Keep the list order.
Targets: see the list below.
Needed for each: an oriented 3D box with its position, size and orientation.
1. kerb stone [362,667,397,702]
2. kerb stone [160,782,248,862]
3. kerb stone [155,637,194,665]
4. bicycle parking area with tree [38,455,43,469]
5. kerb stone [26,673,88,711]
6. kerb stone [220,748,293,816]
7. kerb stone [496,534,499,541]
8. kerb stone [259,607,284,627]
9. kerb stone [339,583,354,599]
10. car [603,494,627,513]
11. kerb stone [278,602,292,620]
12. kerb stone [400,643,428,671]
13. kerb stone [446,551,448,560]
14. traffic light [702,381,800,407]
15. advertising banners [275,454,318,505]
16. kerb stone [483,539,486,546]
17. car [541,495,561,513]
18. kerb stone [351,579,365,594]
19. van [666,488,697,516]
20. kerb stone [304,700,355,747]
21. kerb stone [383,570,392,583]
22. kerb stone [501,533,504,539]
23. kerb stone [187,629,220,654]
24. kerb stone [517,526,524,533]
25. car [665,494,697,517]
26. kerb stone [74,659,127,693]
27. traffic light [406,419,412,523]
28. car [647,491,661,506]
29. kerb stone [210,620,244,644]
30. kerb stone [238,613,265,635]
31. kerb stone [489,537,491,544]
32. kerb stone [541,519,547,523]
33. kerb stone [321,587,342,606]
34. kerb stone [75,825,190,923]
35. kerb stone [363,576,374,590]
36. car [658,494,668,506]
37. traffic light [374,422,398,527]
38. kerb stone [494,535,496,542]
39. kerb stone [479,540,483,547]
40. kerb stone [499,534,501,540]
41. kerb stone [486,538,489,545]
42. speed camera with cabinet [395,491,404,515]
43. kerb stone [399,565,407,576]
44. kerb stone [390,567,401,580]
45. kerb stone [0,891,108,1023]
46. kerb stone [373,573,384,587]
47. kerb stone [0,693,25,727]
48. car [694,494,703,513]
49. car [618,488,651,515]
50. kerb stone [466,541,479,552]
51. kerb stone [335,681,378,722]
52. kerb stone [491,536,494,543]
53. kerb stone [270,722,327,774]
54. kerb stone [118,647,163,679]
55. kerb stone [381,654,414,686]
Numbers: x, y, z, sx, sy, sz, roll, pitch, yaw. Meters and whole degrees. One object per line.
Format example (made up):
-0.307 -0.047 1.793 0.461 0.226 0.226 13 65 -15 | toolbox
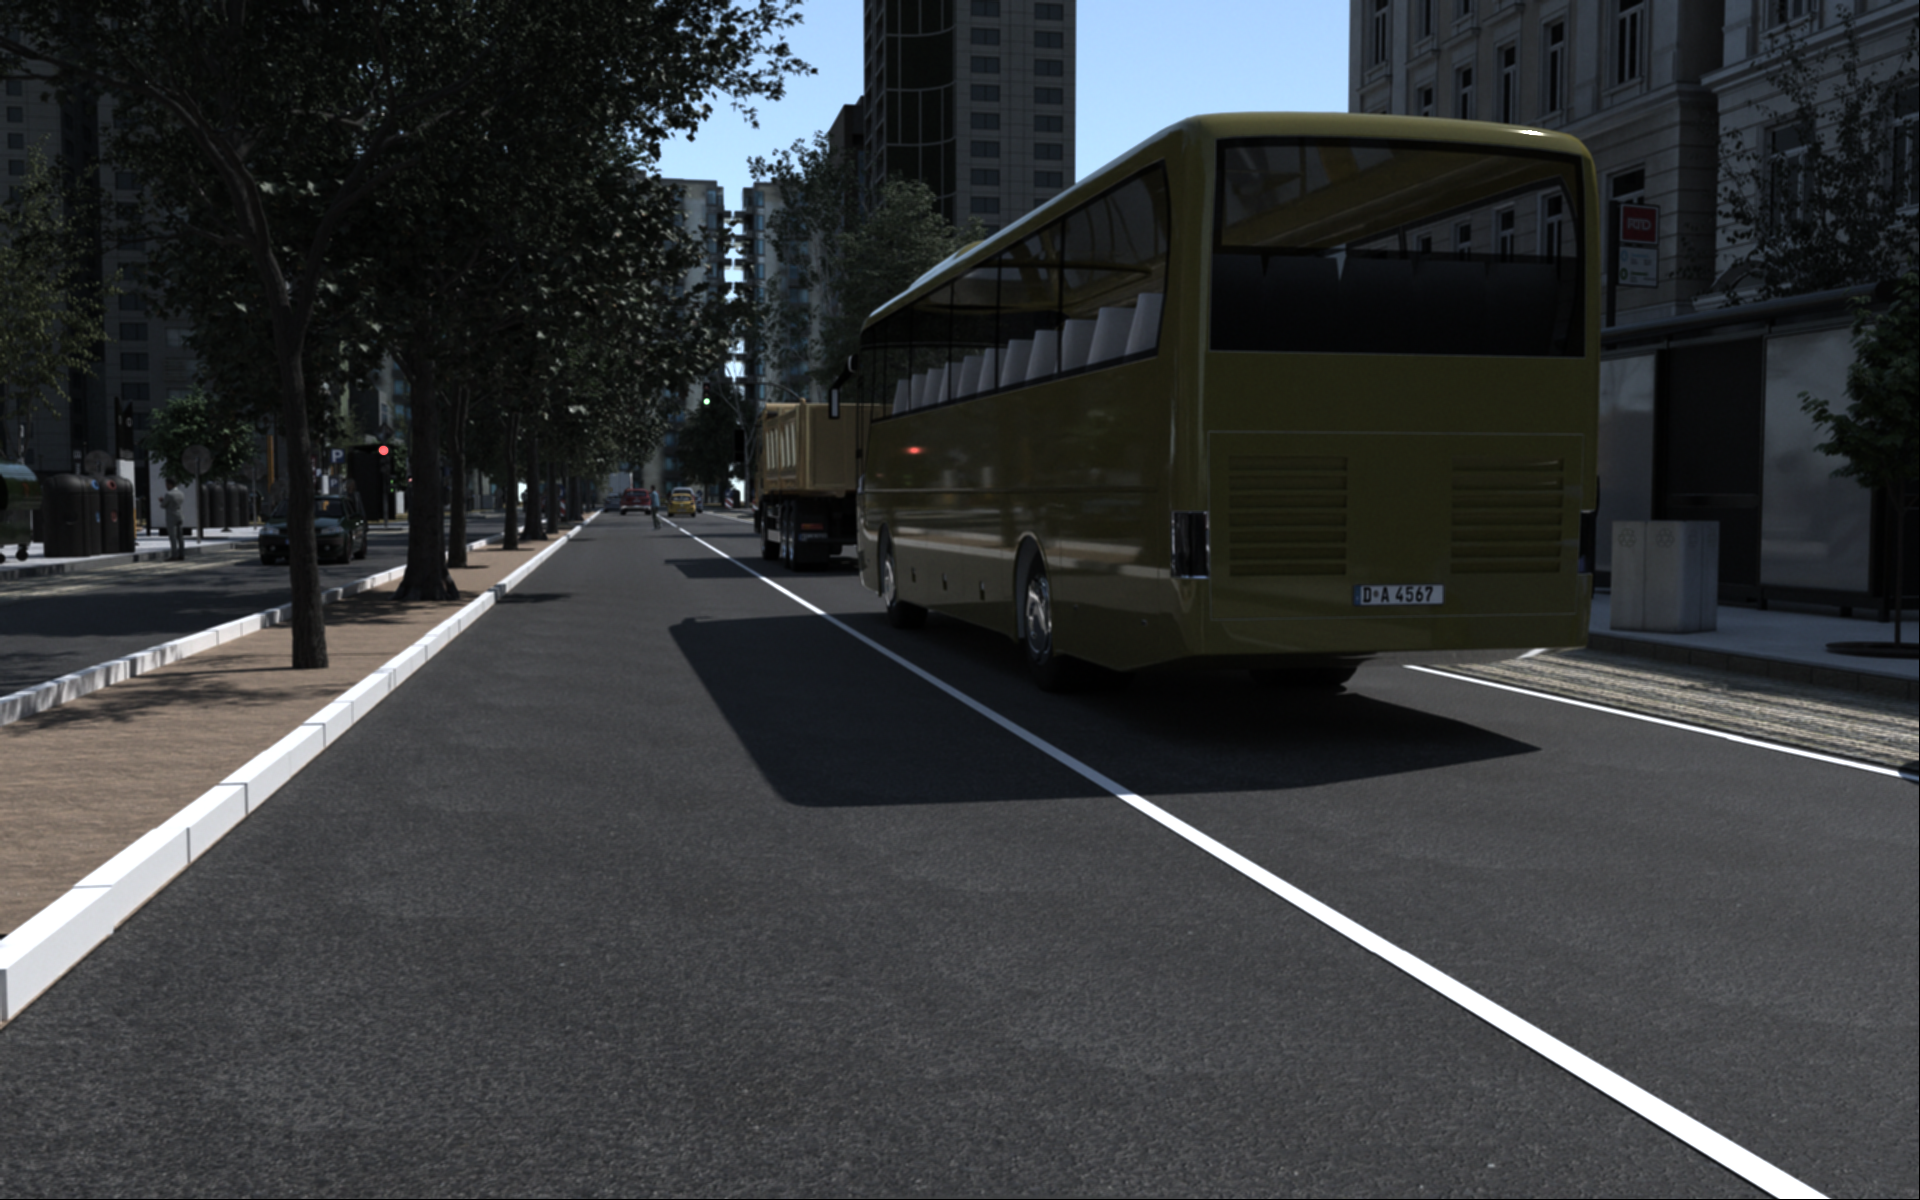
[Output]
-4.113 0.614 12.208 0.120 0.150 1.000 -1 4 -11 | kerb stone
-3.128 0.923 7.166 0.120 0.150 1.000 -1 4 -11 | kerb stone
-6.756 0.452 14.799 0.120 0.150 1.000 -1 4 -11 | kerb stone
-65.735 -8.711 129.430 8.231 4.147 9.016 -1 4 -23 | bicycle parking area with tree
-6.165 0.637 11.775 0.120 0.150 1.000 -1 4 -11 | kerb stone
-3.322 0.857 8.180 0.120 0.150 1.000 -1 4 -11 | kerb stone
-14.020 -1.823 52.007 0.120 0.150 1.000 -1 4 -11 | kerb stone
-7.537 0.207 18.819 0.120 0.150 1.000 -1 4 -11 | kerb stone
-8.518 -0.101 23.852 0.120 0.150 1.000 -1 4 -11 | kerb stone
-26.729 -7.489 134.448 2.014 1.417 4.499 -1 4 -10 | car
-7.735 0.148 19.822 0.120 0.150 1.000 -1 4 -11 | kerb stone
-4.506 0.492 14.223 0.120 0.150 1.000 -1 4 -11 | kerb stone
-11.467 -1.015 38.924 0.120 0.150 1.000 -1 4 -11 | kerb stone
-8.049 -5.855 70.400 4.771 5.953 1.251 -1 4 -11 | traffic light
-29.105 -4.877 75.920 0.090 3.025 2.074 3 5 42 | advertising banners
-13.030 -1.516 46.988 0.120 0.150 1.000 -1 4 -11 | kerb stone
-31.355 -7.625 133.714 2.155 1.783 4.494 -1 4 -11 | car
-8.718 -0.162 24.854 0.120 0.150 1.000 -1 4 -11 | kerb stone
-18.159 -6.494 113.195 2.013 2.044 4.112 -1 4 -10 | van
-3.717 0.735 10.196 0.120 0.150 1.000 -1 4 -11 | kerb stone
-9.311 -0.342 27.867 0.120 0.150 1.000 -1 4 -11 | kerb stone
-14.411 -1.946 54.013 0.120 0.150 1.000 -1 4 -11 | kerb stone
-6.958 0.398 15.806 0.120 0.150 1.000 -1 4 -11 | kerb stone
-16.965 -2.745 67.079 0.120 0.150 1.000 -1 4 -11 | kerb stone
-17.402 -5.989 108.141 2.015 1.641 3.980 -1 4 -9 | car
-6.369 0.576 12.780 0.120 0.150 1.000 -1 4 -11 | kerb stone
-21.955 -6.197 75.995 4.771 5.953 1.251 -1 4 -11 | traffic light
-38.594 -12.781 217.636 2.281 1.827 5.304 -1 4 -10 | car
-7.150 0.329 16.811 0.120 0.150 1.000 -1 4 -11 | kerb stone
-7.343 0.270 17.815 0.120 0.150 1.000 -1 4 -11 | kerb stone
-13.429 -1.639 48.999 0.120 0.150 1.000 -1 4 -11 | kerb stone
-20.797 -3.950 86.770 0.120 0.150 1.000 -1 4 -11 | kerb stone
-8.328 -0.040 22.845 0.120 0.150 1.000 -1 4 -11 | kerb stone
-2.936 0.981 6.162 0.120 0.150 1.000 -1 4 -11 | kerb stone
-8.917 -0.224 25.861 0.120 0.150 1.000 -1 4 -11 | kerb stone
-34.442 -11.598 199.843 2.015 1.641 3.980 -1 4 -12 | car
-22.462 -4.820 67.725 0.839 4.253 0.868 -1 4 -11 | traffic light
-13.829 -1.762 51.003 0.120 0.150 1.000 -1 4 -11 | kerb stone
-12.841 -1.453 45.975 0.120 0.150 1.000 -1 4 -11 | kerb stone
-14.210 -1.885 53.011 0.120 0.150 1.000 -1 4 -11 | kerb stone
-13.235 -1.577 47.991 0.120 0.150 1.000 -1 4 -11 | kerb stone
-35.523 -6.965 108.218 0.660 3.252 2.038 1 4 11 | speed camera with cabinet
-9.705 -0.467 29.873 0.120 0.150 1.000 -1 4 -11 | kerb stone
-9.491 -0.408 28.873 0.120 0.150 1.000 -1 4 -11 | kerb stone
-2.731 1.042 5.161 0.120 0.150 1.000 -1 4 -11 | kerb stone
-9.107 -0.286 26.866 0.120 0.150 1.000 -1 4 -11 | kerb stone
-5.966 0.702 10.773 0.120 0.150 1.000 -1 4 -11 | kerb stone
-20.589 -7.348 132.149 2.014 1.417 4.499 -1 4 -11 | car
-22.331 -6.759 119.180 2.281 1.827 5.304 -1 4 -13 | car
-12.647 -1.389 44.969 0.120 0.150 1.000 -1 4 -11 | kerb stone
-3.915 0.672 11.205 0.120 0.150 1.000 -1 4 -11 | kerb stone
-13.623 -1.701 50.002 0.120 0.150 1.000 -1 4 -11 | kerb stone
-3.524 0.805 9.191 0.120 0.150 1.000 -1 4 -11 | kerb stone
-6.561 0.516 13.788 0.120 0.150 1.000 -1 4 -11 | kerb stone
-4.307 0.550 13.215 0.120 0.150 1.000 -1 4 -11 | kerb stone
